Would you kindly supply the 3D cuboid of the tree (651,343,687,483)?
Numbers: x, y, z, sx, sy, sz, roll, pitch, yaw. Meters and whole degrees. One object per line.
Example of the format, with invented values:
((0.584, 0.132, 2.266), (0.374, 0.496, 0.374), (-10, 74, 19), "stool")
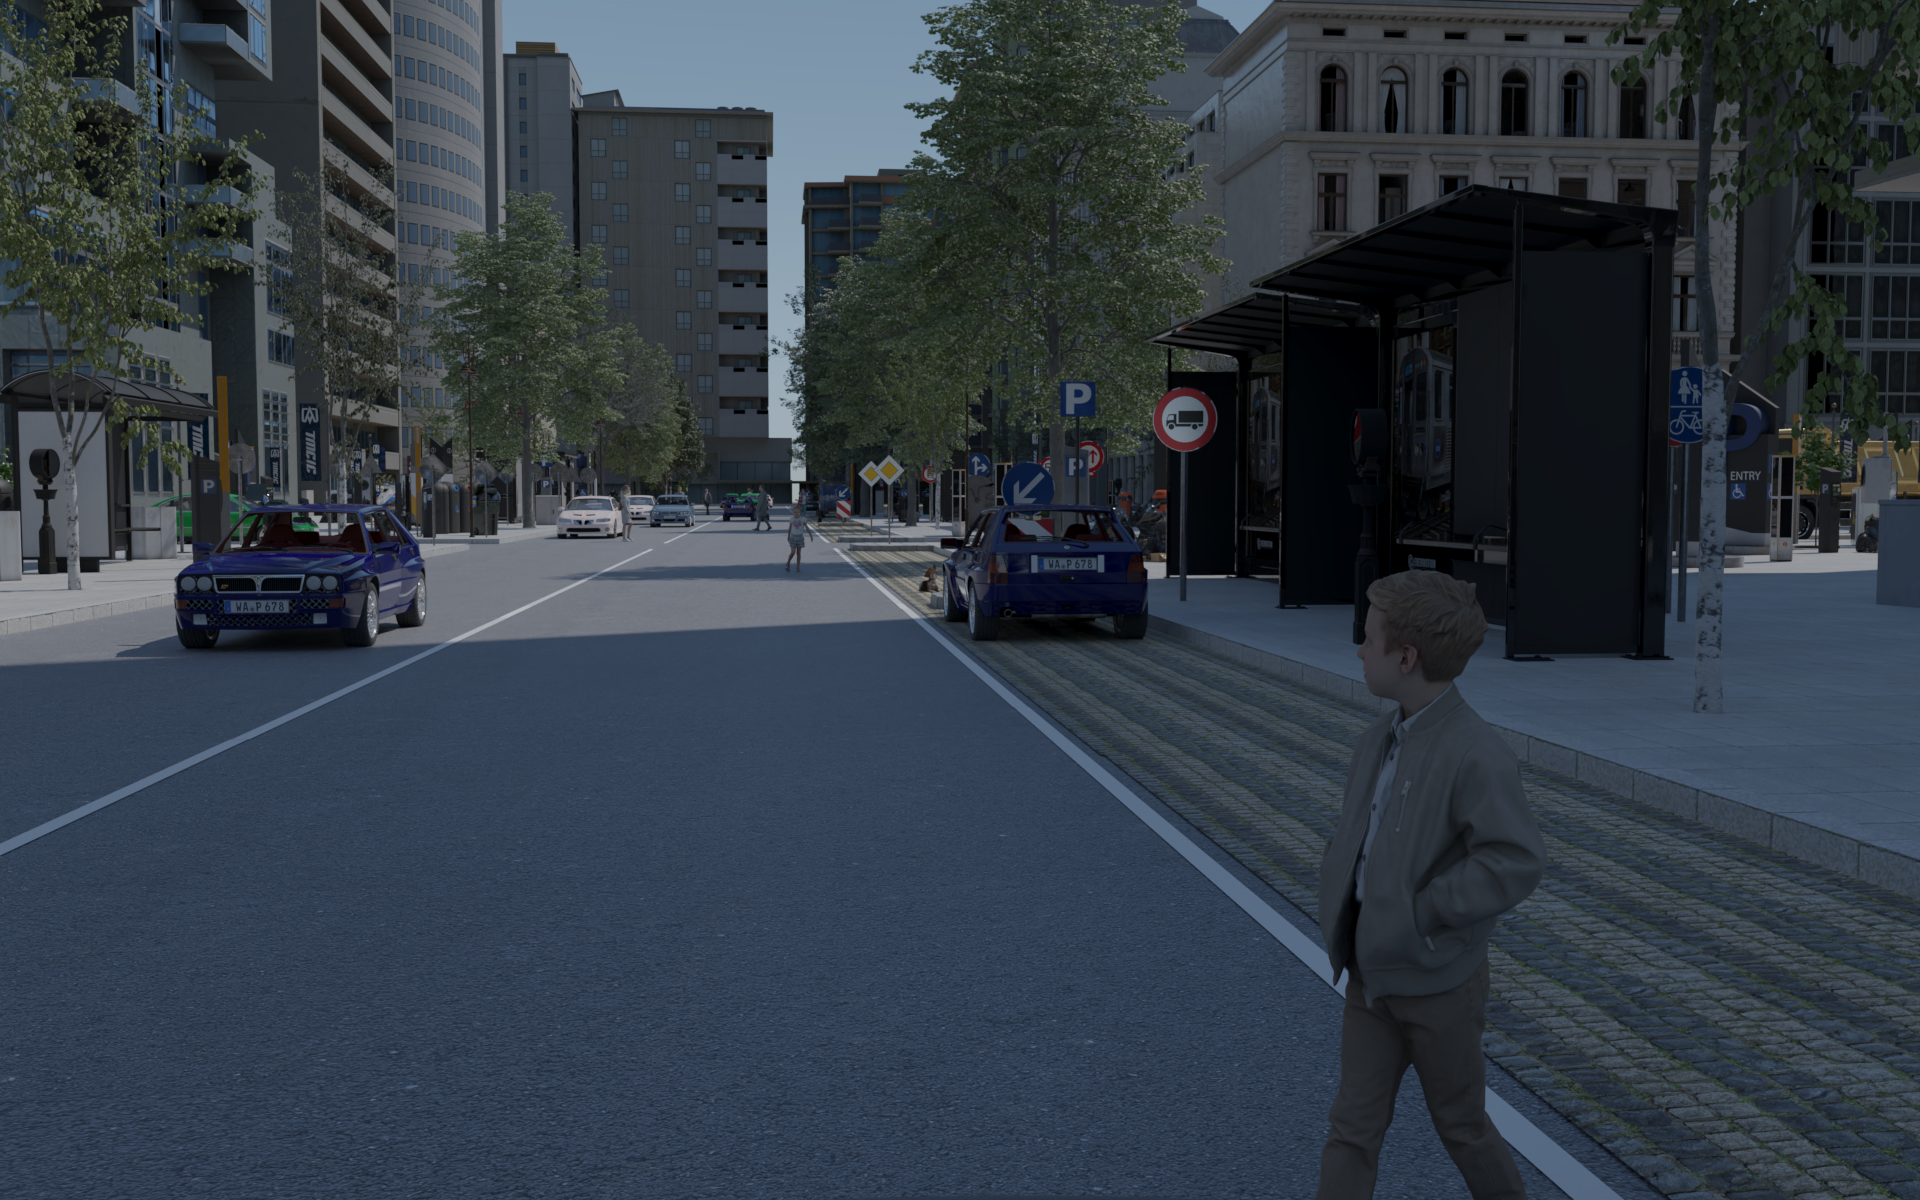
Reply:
((-22.424, -12.053, 115.198), (7.486, 12.596, 7.792), (0, 3, 0), "tree")

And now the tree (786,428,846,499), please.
((-15.900, -15.879, 194.027), (8.767, 10.594, 7.601), (1, 4, 22), "tree")

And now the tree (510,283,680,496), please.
((-21.094, -11.696, 101.598), (12.009, 13.543, 11.850), (0, 3, 0), "tree")

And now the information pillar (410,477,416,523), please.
((-23.646, -4.323, 75.177), (0.304, 2.012, 0.304), (3, 5, 41), "information pillar")

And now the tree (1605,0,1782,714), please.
((4.581, -3.634, 9.773), (4.737, 8.622, 4.395), (0, 3, 0), "tree")

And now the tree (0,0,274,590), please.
((-11.628, -4.431, 22.816), (4.737, 8.622, 4.395), (0, 3, 0), "tree")

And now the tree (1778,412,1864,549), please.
((20.282, -2.852, 41.230), (1.663, 3.219, 1.824), (0, 3, 0), "tree")

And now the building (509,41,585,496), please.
((-64.160, -41.985, 228.458), (28.212, 58.520, 21.231), (0, 4, -6), "building")

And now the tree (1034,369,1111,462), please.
((6.600, -8.875, 95.461), (4.360, 8.622, 3.978), (0, 3, 0), "tree")

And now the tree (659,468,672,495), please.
((-28.085, -13.221, 166.528), (4.360, 8.622, 3.978), (0, 3, 0), "tree")

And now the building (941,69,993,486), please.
((10.804, -31.884, 175.927), (22.147, 44.769, 28.867), (0, 4, -6), "building")

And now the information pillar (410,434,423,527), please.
((-21.183, -4.663, 67.589), (0.504, 3.616, 0.183), (1, 4, 15), "information pillar")

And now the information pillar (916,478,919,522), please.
((-2.081, -4.596, 79.631), (0.304, 2.012, 0.304), (3, 5, 43), "information pillar")

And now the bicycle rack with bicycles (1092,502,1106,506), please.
((5.870, -4.121, 80.763), (2.925, 0.926, 2.852), (1, 4, 9), "bicycle rack with bicycles")

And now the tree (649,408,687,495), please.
((-25.127, -12.014, 146.791), (4.737, 8.622, 4.395), (0, 3, 0), "tree")

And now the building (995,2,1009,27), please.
((16.135, -48.843, 236.829), (20.611, 71.187, 20.563), (0, 4, -6), "building")

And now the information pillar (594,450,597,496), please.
((-19.451, -6.181, 92.417), (0.183, 3.616, 0.504), (0, 4, -6), "information pillar")

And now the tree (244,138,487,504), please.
((-13.032, -5.302, 37.057), (4.360, 8.622, 3.978), (0, 3, 0), "tree")

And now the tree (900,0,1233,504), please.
((1.731, -7.168, 35.329), (7.486, 12.596, 7.792), (0, 3, 0), "tree")

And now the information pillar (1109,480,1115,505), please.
((7.892, -5.243, 90.217), (0.304, 2.012, 0.304), (3, 4, 36), "information pillar")

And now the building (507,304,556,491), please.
((-56.308, -19.928, 170.869), (28.899, 21.520, 27.650), (0, 4, -6), "building")

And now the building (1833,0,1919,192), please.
((30.399, -26.263, 18.647), (28.713, 52.752, 27.495), (0, 4, -6), "building")

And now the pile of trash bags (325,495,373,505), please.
((-26.710, -4.092, 76.663), (3.447, 1.369, 1.912), (2, 4, 30), "pile of trash bags")

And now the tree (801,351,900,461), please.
((-6.572, -11.594, 115.311), (9.928, 11.665, 9.643), (0, 3, 0), "tree")

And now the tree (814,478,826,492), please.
((-16.158, -12.675, 201.837), (1.663, 3.219, 1.824), (0, 3, 0), "tree")

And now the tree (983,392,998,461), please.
((3.366, -10.306, 118.862), (4.360, 8.622, 3.978), (0, 3, 0), "tree")

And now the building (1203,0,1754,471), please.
((21.314, -14.940, 73.143), (19.941, 23.489, 11.050), (0, 4, -6), "building")

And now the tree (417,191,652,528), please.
((-16.246, -8.972, 64.821), (7.486, 12.596, 7.792), (0, 3, 0), "tree")

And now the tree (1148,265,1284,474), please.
((8.927, -6.473, 56.204), (4.360, 8.622, 3.978), (0, 3, 0), "tree")

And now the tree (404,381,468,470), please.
((-34.365, -10.016, 114.120), (4.737, 8.622, 4.395), (0, 3, 0), "tree")

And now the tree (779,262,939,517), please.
((-5.143, -11.547, 95.445), (9.857, 13.997, 8.962), (0, 3, 0), "tree")

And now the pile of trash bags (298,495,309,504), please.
((-37.360, -5.324, 96.793), (1.912, 1.369, 3.447), (-2, 4, -26), "pile of trash bags")

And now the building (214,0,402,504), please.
((-48.857, -29.714, 109.525), (21.300, 48.544, 21.600), (0, 4, -6), "building")

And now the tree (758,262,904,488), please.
((-9.957, -17.500, 142.008), (12.611, 20.169, 13.585), (0, 3, 0), "tree")

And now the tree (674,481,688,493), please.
((-31.366, -12.233, 194.618), (1.663, 3.219, 1.824), (0, 3, 0), "tree")

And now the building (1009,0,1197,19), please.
((10.670, -27.912, 139.954), (14.154, 41.232, 14.086), (0, 4, -6), "building")

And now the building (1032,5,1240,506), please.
((12.455, -20.602, 114.335), (11.434, 29.767, 29.804), (0, 4, -6), "building")

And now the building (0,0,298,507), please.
((-43.178, -46.598, 74.544), (22.319, 86.520, 31.000), (0, 4, -6), "building")

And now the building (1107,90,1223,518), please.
((14.441, -14.450, 91.003), (10.420, 20.320, 16.860), (0, 4, -6), "building")

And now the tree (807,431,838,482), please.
((-13.475, -13.823, 176.373), (4.360, 8.622, 3.978), (0, 3, 0), "tree")

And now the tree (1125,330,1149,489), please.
((8.633, -7.536, 73.568), (4.360, 8.622, 3.978), (0, 3, 0), "tree")

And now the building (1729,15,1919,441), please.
((46.221, -15.819, 77.706), (30.058, 24.678, 14.314), (0, 4, -6), "building")

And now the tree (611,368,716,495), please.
((-26.715, -14.612, 155.921), (9.611, 12.733, 9.660), (0, 3, 0), "tree")

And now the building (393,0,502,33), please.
((-48.681, -36.345, 136.237), (21.231, 58.520, 28.212), (0, 4, -6), "building")

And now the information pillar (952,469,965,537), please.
((-0.031, -2.892, 51.780), (0.304, 2.012, 0.304), (2, 4, 33), "information pillar")

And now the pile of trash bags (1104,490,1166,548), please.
((3.950, -1.683, 37.273), (1.912, 1.369, 3.447), (1, 4, 22), "pile of trash bags")

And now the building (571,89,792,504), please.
((-36.843, -39.500, 235.065), (27.495, 52.752, 28.713), (0, 4, -6), "building")

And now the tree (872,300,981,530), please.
((-0.901, -6.842, 62.221), (4.737, 8.622, 4.395), (0, 3, 0), "tree")

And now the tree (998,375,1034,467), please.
((4.693, -9.350, 103.233), (4.360, 8.622, 3.978), (0, 3, 0), "tree")

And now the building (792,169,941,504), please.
((-8.573, -35.559, 236.009), (28.867, 44.769, 22.147), (0, 4, -6), "building")

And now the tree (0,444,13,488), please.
((-31.683, -3.808, 56.856), (1.663, 3.219, 1.824), (0, 3, 0), "tree")
